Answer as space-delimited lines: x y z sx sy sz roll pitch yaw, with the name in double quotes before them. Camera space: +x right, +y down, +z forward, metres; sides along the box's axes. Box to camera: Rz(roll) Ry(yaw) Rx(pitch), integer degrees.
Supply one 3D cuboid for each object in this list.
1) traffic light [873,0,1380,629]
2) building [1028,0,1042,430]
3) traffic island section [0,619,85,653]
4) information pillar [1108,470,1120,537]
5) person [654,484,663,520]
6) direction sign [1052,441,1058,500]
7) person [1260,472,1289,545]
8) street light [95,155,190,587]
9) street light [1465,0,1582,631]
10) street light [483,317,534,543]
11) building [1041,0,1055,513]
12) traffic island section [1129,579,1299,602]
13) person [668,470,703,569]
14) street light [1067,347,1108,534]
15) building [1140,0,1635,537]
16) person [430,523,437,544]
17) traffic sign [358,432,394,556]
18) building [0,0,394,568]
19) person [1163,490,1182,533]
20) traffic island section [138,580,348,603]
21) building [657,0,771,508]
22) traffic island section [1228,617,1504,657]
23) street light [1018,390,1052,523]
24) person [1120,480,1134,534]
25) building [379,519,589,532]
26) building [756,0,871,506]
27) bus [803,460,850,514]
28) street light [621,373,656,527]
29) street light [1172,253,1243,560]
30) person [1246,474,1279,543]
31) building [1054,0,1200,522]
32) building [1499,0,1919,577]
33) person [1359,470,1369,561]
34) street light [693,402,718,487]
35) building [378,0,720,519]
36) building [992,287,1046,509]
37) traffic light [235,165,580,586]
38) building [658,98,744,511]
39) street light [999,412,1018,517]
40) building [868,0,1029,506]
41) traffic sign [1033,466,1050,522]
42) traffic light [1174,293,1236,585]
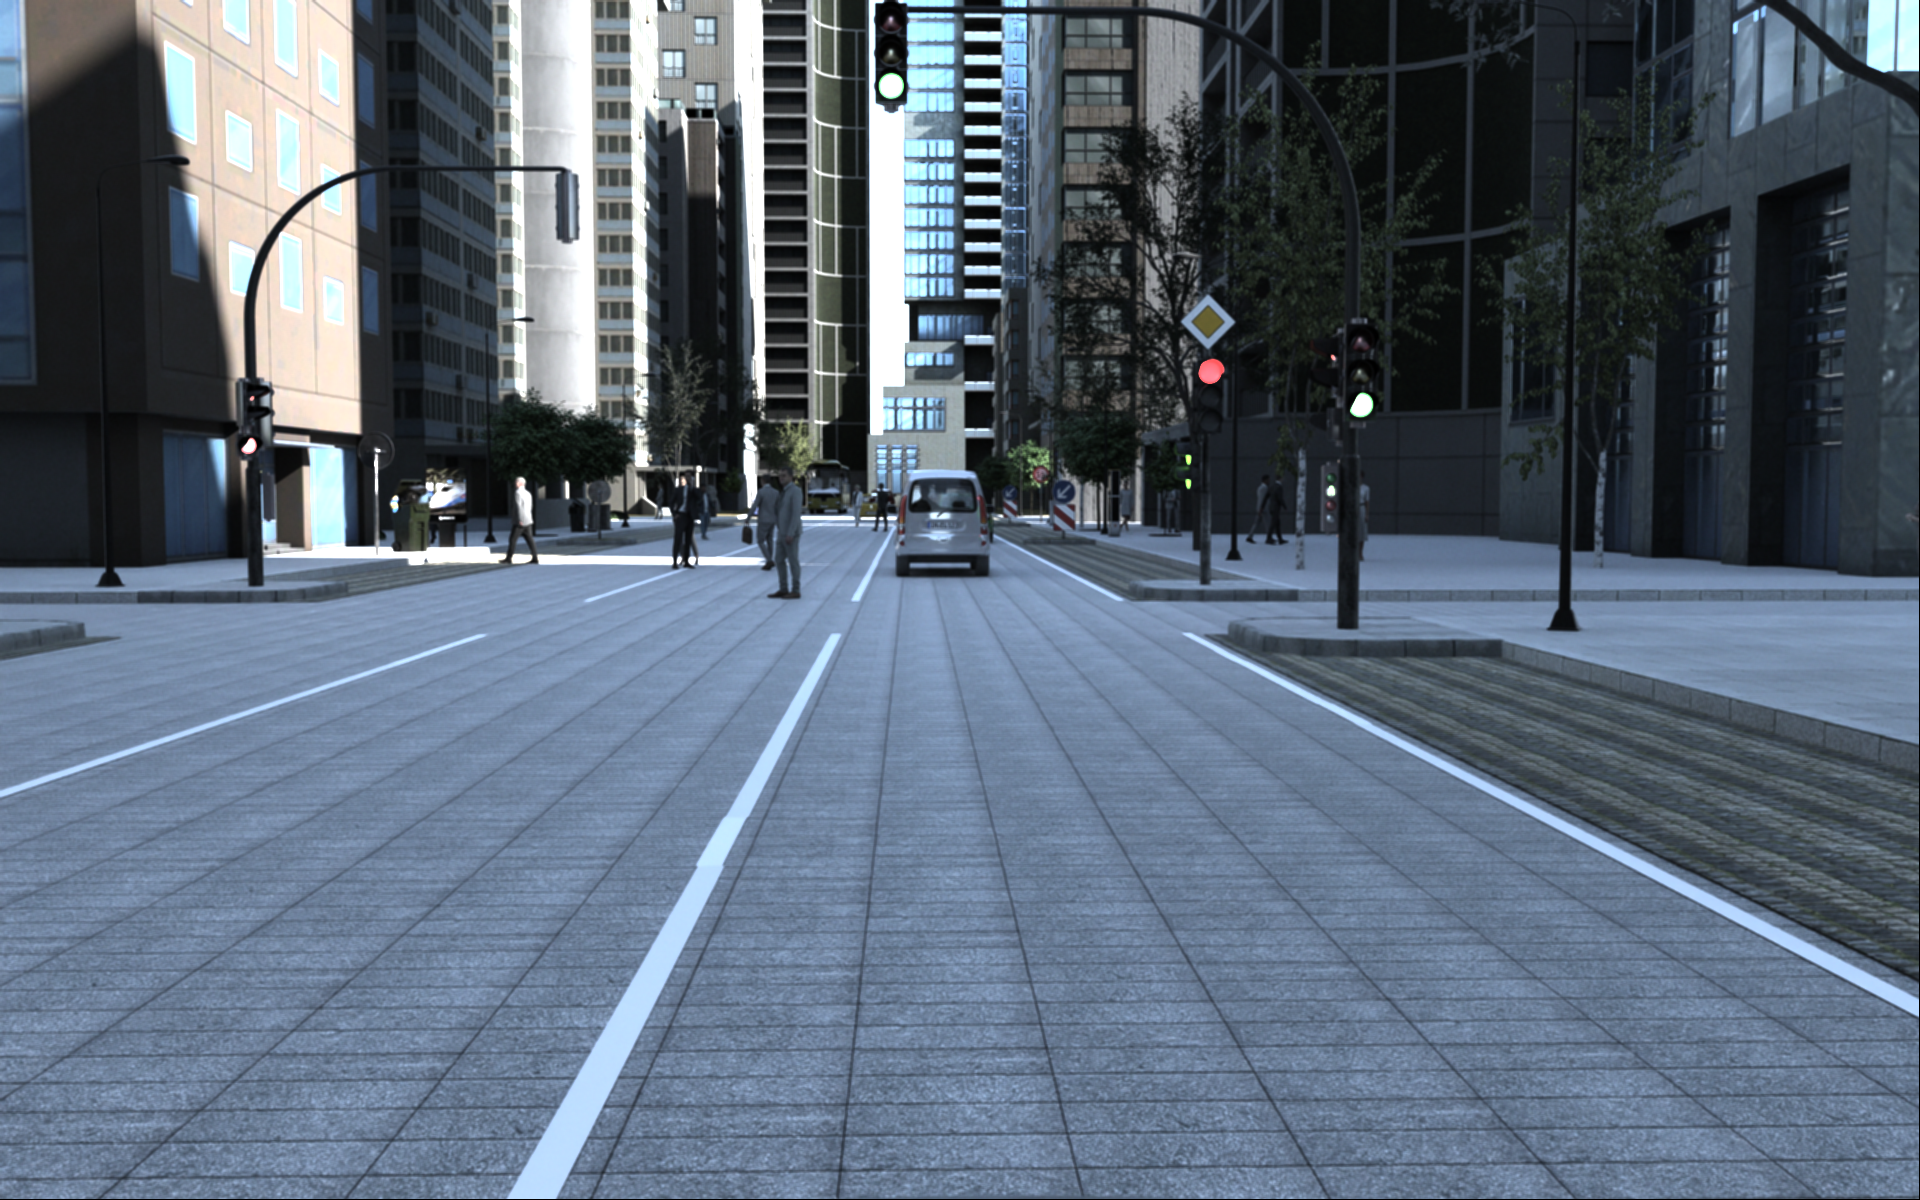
"traffic light" 1.585 -2.542 16.235 4.771 5.953 1.251 0 4 -2
"building" 19.430 -33.126 130.850 28.713 52.752 27.495 0 4 -2
"traffic island section" -9.622 0.373 16.188 2.009 0.180 2.903 0 4 -2
"information pillar" 4.635 -2.911 52.094 0.304 2.012 0.304 -1 4 -12
"person" -15.222 -4.956 87.344 0.573 1.790 0.520 -1 4 -20
"direction sign" 4.075 -5.028 74.202 0.379 3.537 0.876 -1 4 -10
"person" 8.057 -2.328 43.885 0.755 1.850 0.659 -1 4 -18
"street light" -11.263 -3.140 23.887 1.470 5.913 1.316 0 4 -2
"street light" 5.170 -2.669 16.174 1.470 5.913 1.316 0 4 -2
"street light" -11.873 -4.468 45.589 1.470 5.913 1.316 0 4 -2
"building" 12.583 -28.120 109.880 14.600 45.320 14.200 0 4 -2
"traffic island section" 3.494 -0.138 24.531 2.009 0.180 2.903 0 4 -2
"person" -5.267 -1.559 33.358 0.648 1.900 0.474 -2 4 -27
"street light" 4.081 -5.041 54.962 1.470 5.913 1.316 0 4 -2
"building" 17.809 -37.902 57.949 20.563 71.187 20.611 0 4 -2
"person" -13.442 -2.358 44.508 0.656 1.842 0.836 -2 4 -35
"traffic sign" -12.027 -2.175 35.667 0.768 2.556 0.104 0 4 8
"building" -21.044 -23.566 35.421 14.600 45.320 14.200 0 4 -2
"person" 7.040 -3.115 57.174 0.606 1.804 0.583 -2 4 -30
"traffic island section" -9.842 -0.116 24.170 2.009 0.180 2.903 0 4 -2
"building" -31.999 -34.768 157.695 27.495 52.752 28.713 0 4 -2
"traffic island section" 3.714 0.351 16.549 2.009 0.180 2.903 0 4 -2
"street light" 3.496 -6.395 77.102 1.470 5.913 1.316 0 4 -2
"person" 5.309 -2.997 55.792 0.466 1.731 0.760 -3 4 -37
"building" -31.335 -22.831 65.164 32.217 40.220 23.993 0 4 -2
"building" -20.465 -46.163 193.009 20.611 71.187 20.563 0 4 -2
"bus" -9.688 -8.341 127.929 2.896 3.916 12.252 0 4 -1
"street light" -12.386 -5.763 66.760 1.470 5.913 1.316 0 4 -2
"street light" 4.787 -3.728 33.496 1.470 5.913 1.316 0 4 -2
"person" 7.866 -2.367 45.023 0.850 1.792 0.678 0 4 -1
"building" 11.444 -19.122 84.338 14.160 30.474 14.107 0 4 -2
"building" 29.272 -44.220 35.667 31.000 86.520 22.319 0 4 -2
"person" 7.586 -1.625 33.180 0.480 1.755 0.524 1 4 16
"street light" -12.944 -7.057 87.931 1.470 5.913 1.316 0 4 -2
"building" -32.360 -25.592 110.313 32.217 40.220 23.993 0 4 -2
"building" 17.475 -19.258 159.905 27.650 21.520 28.899 0 4 -2
"traffic light" -7.713 -3.025 24.129 4.771 5.953 1.251 0 4 -2
"building" -23.996 -21.906 129.861 14.160 30.474 14.107 0 4 -2
"street light" 2.901 -7.690 98.272 1.470 5.913 1.316 0 4 -2
"building" 5.290 -53.950 194.747 31.000 86.520 22.319 0 4 -2
"traffic sign" 3.684 -4.801 78.609 0.768 2.556 0.104 0 4 7
"traffic light" 3.454 -2.171 24.416 0.839 4.253 0.868 0 4 -2
